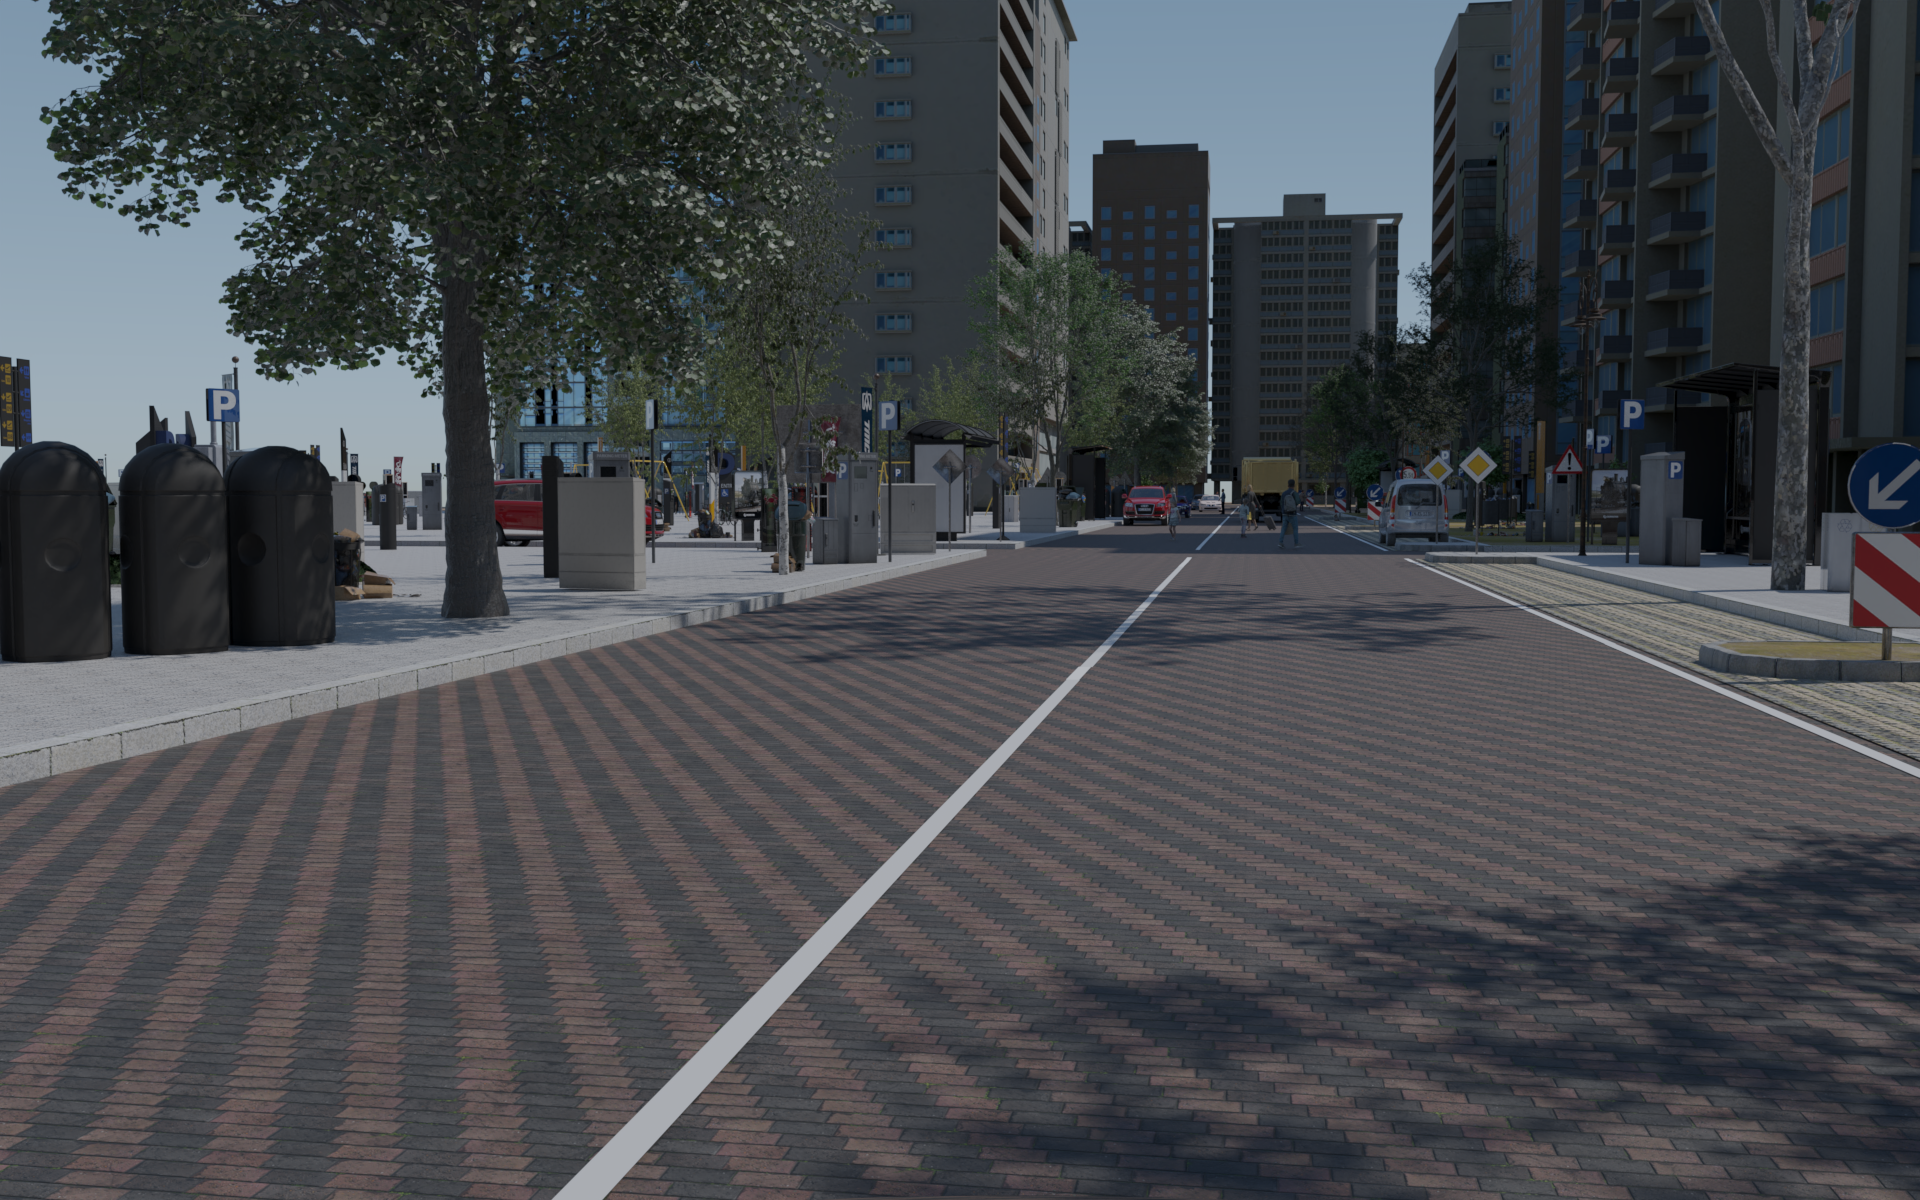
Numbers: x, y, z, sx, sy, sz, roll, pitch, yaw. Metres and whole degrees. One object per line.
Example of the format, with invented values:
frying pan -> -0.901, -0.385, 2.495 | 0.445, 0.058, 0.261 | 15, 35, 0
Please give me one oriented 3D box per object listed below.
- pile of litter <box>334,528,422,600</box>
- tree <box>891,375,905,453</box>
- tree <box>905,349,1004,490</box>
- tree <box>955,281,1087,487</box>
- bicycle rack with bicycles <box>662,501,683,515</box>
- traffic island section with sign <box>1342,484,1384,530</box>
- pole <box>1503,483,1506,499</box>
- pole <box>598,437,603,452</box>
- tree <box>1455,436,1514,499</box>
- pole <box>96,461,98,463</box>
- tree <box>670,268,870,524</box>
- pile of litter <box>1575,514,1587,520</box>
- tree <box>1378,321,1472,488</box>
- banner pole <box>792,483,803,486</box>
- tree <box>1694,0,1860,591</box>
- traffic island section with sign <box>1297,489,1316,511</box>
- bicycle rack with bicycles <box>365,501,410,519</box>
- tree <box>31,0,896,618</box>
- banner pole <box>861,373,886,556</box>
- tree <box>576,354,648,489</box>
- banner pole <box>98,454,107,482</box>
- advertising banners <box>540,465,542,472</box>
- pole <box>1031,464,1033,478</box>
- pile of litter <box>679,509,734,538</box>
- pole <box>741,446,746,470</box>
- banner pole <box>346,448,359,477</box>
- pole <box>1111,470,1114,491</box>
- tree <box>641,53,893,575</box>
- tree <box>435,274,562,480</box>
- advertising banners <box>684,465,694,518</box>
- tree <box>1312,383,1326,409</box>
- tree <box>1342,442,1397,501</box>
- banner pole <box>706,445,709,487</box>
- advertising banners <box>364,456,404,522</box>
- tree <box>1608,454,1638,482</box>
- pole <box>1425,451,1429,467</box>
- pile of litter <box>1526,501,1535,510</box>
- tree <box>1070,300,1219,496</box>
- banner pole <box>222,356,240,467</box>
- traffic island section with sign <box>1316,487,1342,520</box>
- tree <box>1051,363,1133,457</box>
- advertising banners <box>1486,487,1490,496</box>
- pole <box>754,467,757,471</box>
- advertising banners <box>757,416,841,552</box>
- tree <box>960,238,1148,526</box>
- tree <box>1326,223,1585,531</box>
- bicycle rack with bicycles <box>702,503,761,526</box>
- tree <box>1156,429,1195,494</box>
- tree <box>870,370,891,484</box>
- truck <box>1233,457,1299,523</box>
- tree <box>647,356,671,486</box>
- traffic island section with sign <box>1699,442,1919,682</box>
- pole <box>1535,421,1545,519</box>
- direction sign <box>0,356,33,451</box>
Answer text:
pile of litter -> -7.491, -0.450, 21.325 | 1.719, 0.858, 1.176 | -1, 4, -17
tree -> -0.858, -9.010, 97.668 | 4.737, 8.622, 4.395 | 0, 3, 0
tree -> 0.298, -8.412, 87.899 | 4.737, 8.622, 4.395 | 0, 3, 0
tree -> 2.296, -6.685, 59.655 | 4.360, 8.622, 3.978 | 0, 3, 0
bicycle rack with bicycles -> -18.438, -5.808, 108.339 | 2.852, 0.926, 2.925 | -1, 4, -14
traffic island section with sign -> 16.474, -3.718, 69.413 | 1.989, 1.847, 2.006 | 1, 4, 9
pole -> 34.835, -7.150, 110.746 | 0.158, 3.312, 0.155 | 0, 3, 0
pole -> -12.965, -4.199, 62.495 | 0.158, 3.312, 0.155 | 0, 3, 0
tree -> 29.451, -6.928, 96.993 | 4.285, 4.588, 4.351 | 0, 3, 0
pole -> -53.231, -6.907, 106.774 | 0.158, 3.312, 0.155 | 0, 3, 0
tree -> -6.104, -6.483, 56.358 | 4.737, 8.622, 4.395 | 0, 3, 0
pile of litter -> 31.279, -4.412, 86.101 | 1.719, 0.858, 1.176 | -1, 4, -15
tree -> 19.689, -7.510, 73.145 | 4.360, 8.622, 3.978 | 0, 3, 0
banner pole -> -8.907, -6.365, 94.088 | 0.863, 3.779, 0.401 | 1, 4, 21
tree -> 10.072, -10.262, 23.675 | 12.611, 20.169, 13.585 | 0, 3, 0
traffic island section with sign -> 29.153, -8.340, 144.992 | 1.989, 1.847, 2.006 | 1, 4, 9
bicycle rack with bicycles -> -29.186, -4.582, 88.293 | 2.852, 0.926, 2.925 | 0, 4, 4
tree -> -5.053, -6.793, 17.726 | 9.857, 13.997, 8.962 | 0, 3, 0
banner pole -> -1.841, -2.803, 35.838 | 0.401, 3.779, 0.863 | 2, 4, 27
tree -> -13.863, -7.531, 73.490 | 4.737, 8.622, 4.395 | 0, 3, 0
banner pole -> -53.307, -7.203, 107.786 | 0.401, 3.779, 0.863 | 1, 4, 19
advertising banners -> -23.955, -6.540, 103.113 | 2.074, 3.025, 0.090 | 0, 4, 4
pole -> 4.797, -7.444, 115.553 | 0.158, 3.312, 0.155 | 0, 3, 0
pile of litter -> -7.420, -2.237, 50.544 | 1.719, 0.858, 1.176 | 1, 4, 22
pole -> -9.138, -4.851, 73.153 | 0.158, 3.312, 0.155 | 0, 3, 0
banner pole -> -32.996, -6.358, 93.972 | 0.863, 3.779, 0.401 | -3, 5, -44
pole -> 10.655, -7.771, 120.892 | 0.158, 3.312, 0.155 | 0, 3, 0
tree -> -2.888, -4.689, 27.026 | 4.360, 8.622, 3.978 | 0, 3, 0
tree -> -14.239, -6.280, 53.038 | 4.360, 8.622, 3.978 | 0, 3, 0
advertising banners -> -14.482, -5.908, 92.776 | 0.090, 3.025, 2.074 | 0, 4, 5
tree -> 22.770, -9.535, 90.314 | 8.767, 10.594, 7.601 | 0, 4, 7
tree -> 24.694, -7.396, 104.634 | 4.285, 4.588, 4.351 | 0, 3, 0
banner pole -> -11.181, -5.342, 77.358 | 0.401, 3.779, 0.863 | 1, 4, 15
advertising banners -> -26.540, -5.117, 79.848 | 0.090, 3.025, 2.074 | 3, 5, 40
tree -> 31.545, -5.443, 83.596 | 1.663, 3.219, 1.824 | 0, 3, 0
pole -> 21.927, -5.352, 81.344 | 0.158, 3.312, 0.155 | 0, 3, 0
pile of litter -> 33.936, -5.407, 102.370 | 1.176, 0.858, 1.719 | 0, 4, 0
tree -> 11.689, -12.616, 112.935 | 9.857, 13.997, 8.962 | 0, 3, 0
banner pole -> -13.309, -2.549, 31.698 | 0.401, 3.779, 0.863 | -3, 5, -44
traffic island section with sign -> 20.931, -5.344, 95.999 | 1.989, 1.847, 2.006 | 1, 4, 9
tree -> 7.234, -8.793, 94.122 | 4.737, 8.622, 4.395 | 0, 3, 0
advertising banners -> 31.861, -6.655, 104.999 | 0.090, 3.025, 2.074 | 0, 4, 0
pole -> -14.597, -7.953, 123.866 | 0.158, 3.312, 0.155 | 0, 3, 0
advertising banners -> -3.553, -2.587, 38.478 | 2.074, 3.025, 0.090 | -2, 4, -31
tree -> 3.793, -8.813, 69.850 | 9.928, 11.665, 9.643 | 0, 3, 0
tree -> 17.801, -7.629, 59.145 | 7.601, 10.594, 8.767 | 0, 4, -8
bicycle rack with bicycles -> -9.402, -3.558, 71.558 | 2.852, 0.926, 2.925 | -1, 4, -17
tree -> 20.301, -13.148, 165.335 | 4.737, 8.622, 4.395 | 0, 3, 0
tree -> -4.855, -9.289, 102.241 | 4.737, 8.622, 4.395 | 0, 3, 0
truck -> 16.031, -5.767, 90.218 | 3.469, 3.379, 9.791 | 0, 4, 8
tree -> -9.035, -6.934, 63.735 | 4.737, 8.622, 4.395 | 0, 3, 0
traffic island section with sign -> 7.182, -0.333, 14.069 | 1.989, 1.847, 2.006 | 1, 4, 9
pole -> 16.238, -3.341, 48.471 | 0.158, 3.312, 0.155 | 0, 3, 0
direction sign -> -15.697, -2.254, 28.843 | 0.379, 3.537, 0.876 | 0, 4, 2
